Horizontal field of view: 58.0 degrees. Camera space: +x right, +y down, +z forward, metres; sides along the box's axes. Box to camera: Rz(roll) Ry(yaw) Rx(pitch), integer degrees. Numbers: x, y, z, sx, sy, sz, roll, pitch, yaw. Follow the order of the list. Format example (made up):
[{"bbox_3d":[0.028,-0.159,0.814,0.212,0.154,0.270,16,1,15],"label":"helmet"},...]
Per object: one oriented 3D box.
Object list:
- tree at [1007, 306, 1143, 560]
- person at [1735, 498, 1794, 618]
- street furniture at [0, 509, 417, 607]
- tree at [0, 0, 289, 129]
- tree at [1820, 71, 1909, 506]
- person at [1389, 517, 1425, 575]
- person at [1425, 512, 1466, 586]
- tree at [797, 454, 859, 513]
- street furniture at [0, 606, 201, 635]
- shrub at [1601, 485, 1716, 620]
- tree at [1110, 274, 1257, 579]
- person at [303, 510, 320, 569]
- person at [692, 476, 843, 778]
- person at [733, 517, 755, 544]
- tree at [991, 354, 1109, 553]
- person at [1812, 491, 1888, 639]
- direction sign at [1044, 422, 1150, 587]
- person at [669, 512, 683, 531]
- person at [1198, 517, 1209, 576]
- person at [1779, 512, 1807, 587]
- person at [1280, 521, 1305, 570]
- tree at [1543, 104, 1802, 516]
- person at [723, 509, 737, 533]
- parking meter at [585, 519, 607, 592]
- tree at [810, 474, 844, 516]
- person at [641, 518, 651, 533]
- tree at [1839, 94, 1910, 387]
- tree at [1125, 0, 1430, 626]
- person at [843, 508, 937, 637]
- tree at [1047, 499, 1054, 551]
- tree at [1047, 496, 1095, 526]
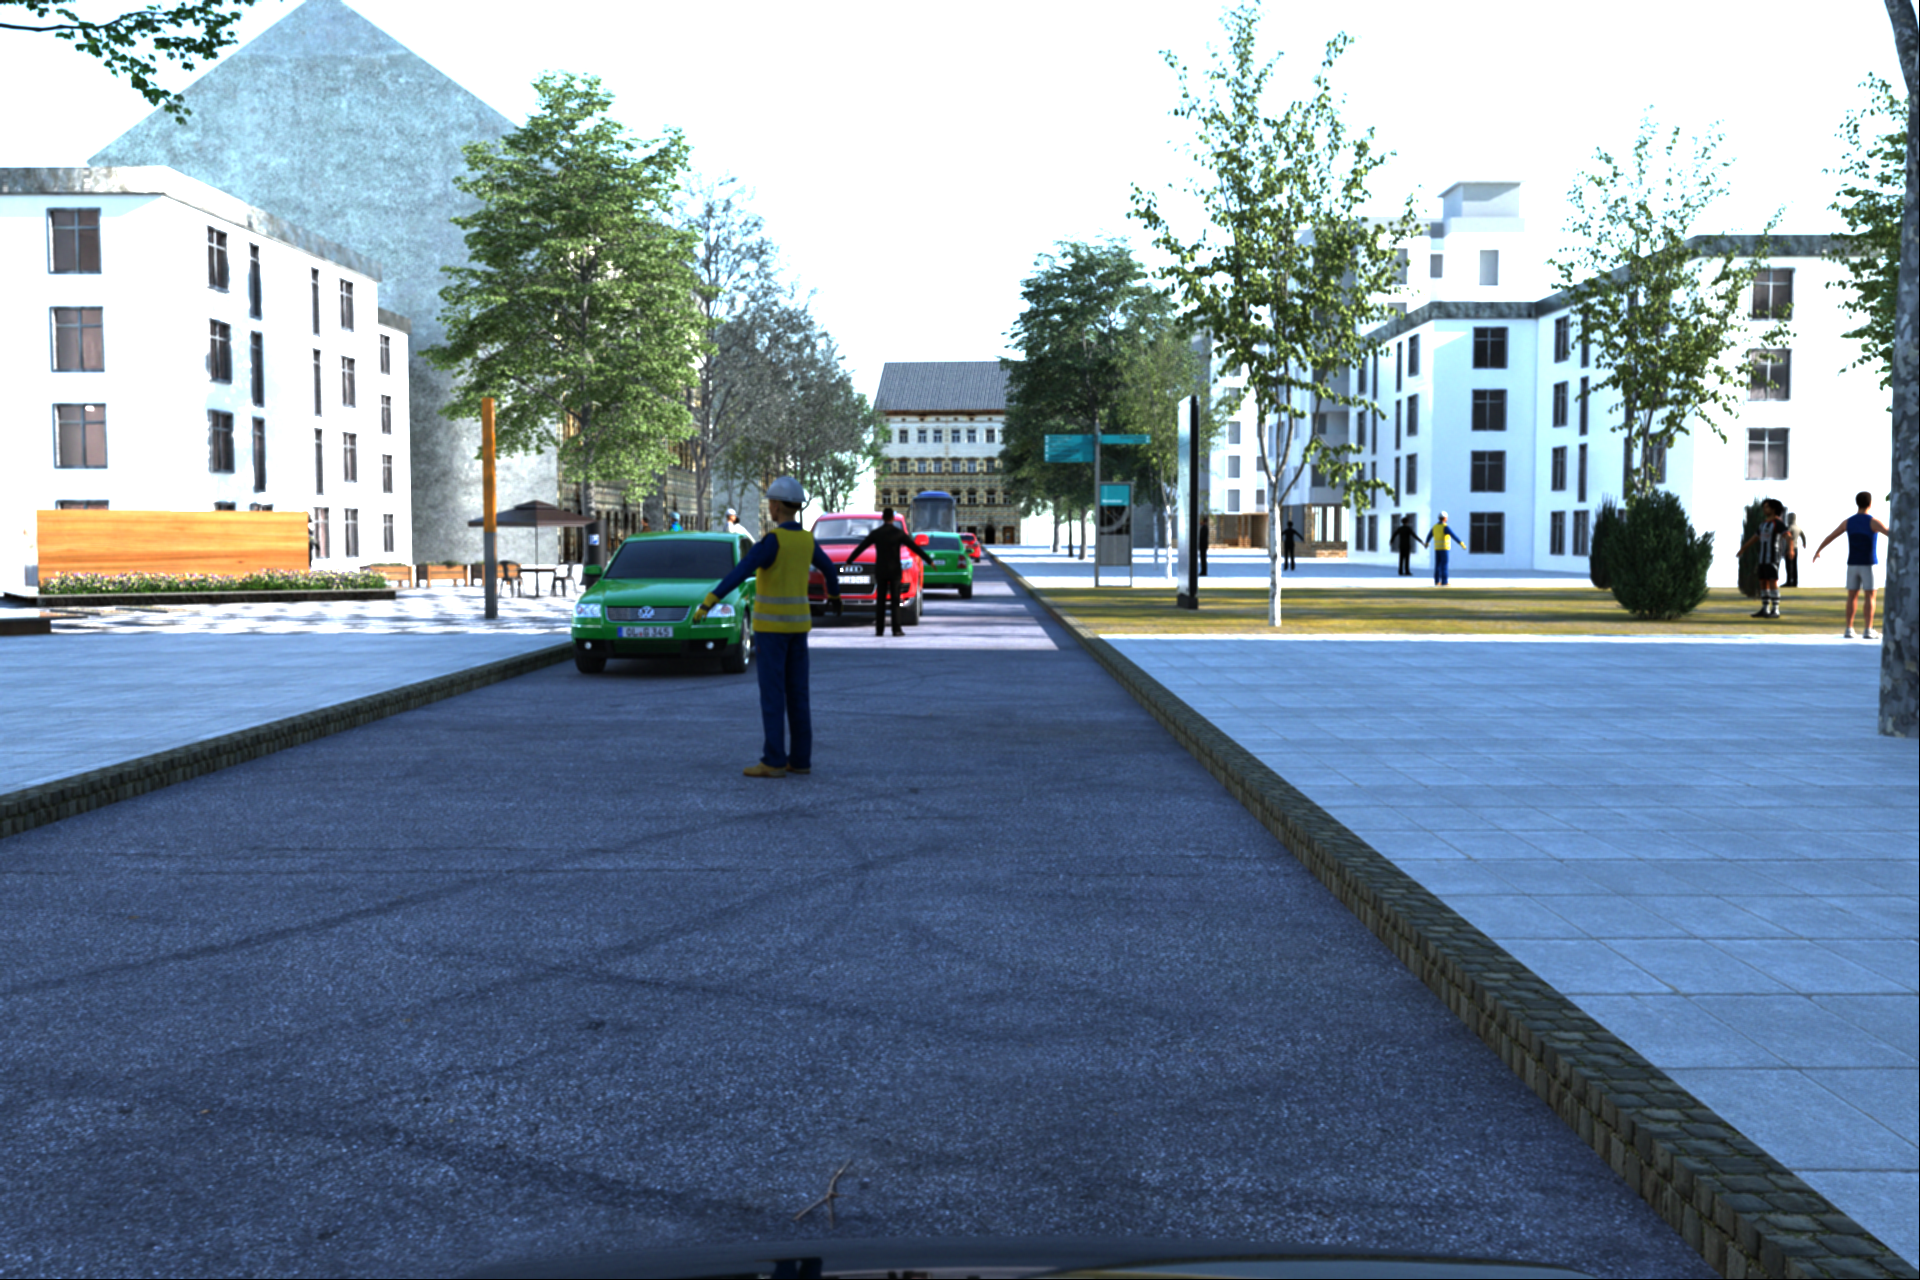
[{"bbox_3d":[6.098,-10.267,85.984,7.486,12.596,7.792,0,3,0],"label":"tree"},{"bbox_3d":[12.362,-1.245,26.495,0.704,1.843,1.345,-1,4,-10],"label":"person"},{"bbox_3d":[-14.343,-1.649,33.813,11.010,1.723,9.812,-2,4,-35],"label":"street furniture"},{"bbox_3d":[-9.022,-5.345,13.142,9.928,11.665,9.643,0,3,0],"label":"tree"},{"bbox_3d":[14.682,-4.608,25.704,4.737,8.622,4.395,0,3,0],"label":"tree"},{"bbox_3d":[13.841,-2.913,53.819,0.705,1.806,1.347,-3,4,-37],"label":"person"},{"bbox_3d":[11.970,-2.261,42.933,0.705,1.833,1.349,-2,4,-29],"label":"person"},{"bbox_3d":[-16.640,-17.976,219.663,9.928,11.665,9.643,0,3,0],"label":"tree"},{"bbox_3d":[-17.021,-0.961,22.568,9.812,1.723,11.010,3,5,43],"label":"street furniture"},{"bbox_3d":[10.477,-1.320,25.994,1.690,2.028,1.600,0,3,0],"label":"shrub"},{"bbox_3d":[5.863,-6.054,49.338,4.360,8.622,3.978,0,3,0],"label":"tree"},{"bbox_3d":[-15.678,-2.190,41.591,0.705,1.856,1.354,-3,4,-37],"label":"person"},{"bbox_3d":[-1.108,-0.086,10.333,0.721,1.772,1.216,3,4,38],"label":"person"},{"bbox_3d":[-6.859,-2.863,52.998,1.347,1.806,0.705,-2,4,-29],"label":"person"},{"bbox_3d":[6.558,-12.949,118.369,9.857,13.997,8.962,0,3,0],"label":"tree"},{"bbox_3d":[11.126,-0.927,21.330,0.704,1.807,1.345,-3,4,-37],"label":"person"},{"bbox_3d":[3.275,-3.193,40.963,2.525,3.948,1.411,0,4,1],"label":"direction sign"},{"bbox_3d":[-7.054,-2.232,42.623,0.704,1.817,1.347,1,4,15],"label":"person"},{"bbox_3d":[7.441,-2.871,53.166,0.704,1.802,1.346,1,4,18],"label":"person"},{"bbox_3d":[20.074,-2.186,41.870,1.348,1.813,0.705,-2,4,-29],"label":"person"},{"bbox_3d":[11.609,-3.330,61.164,1.216,1.740,0.721,0,4,-8],"label":"person"},{"bbox_3d":[12.356,-4.912,30.670,4.737,8.622,4.395,0,3,0],"label":"tree"},{"bbox_3d":[-5.169,-2.037,39.161,0.705,1.847,1.347,-1,4,-14],"label":"person"},{"bbox_3d":[-6.129,-1.270,29.182,0.372,1.533,0.369,0,3,0],"label":"parking meter"},{"bbox_3d":[-15.777,-16.044,212.689,4.360,8.622,3.978,0,3,0],"label":"tree"},{"bbox_3d":[-10.131,-3.026,55.608,0.704,1.812,1.346,1,4,12],"label":"person"},{"bbox_3d":[21.481,-7.137,34.811,7.486,12.596,7.792,0,3,0],"label":"tree"},{"bbox_3d":[4.337,-4.482,23.643,4.737,8.622,4.395,0,3,0],"label":"tree"},{"bbox_3d":[-0.997,-0.955,24.298,1.346,1.802,0.704,1,4,9],"label":"person"},{"bbox_3d":[6.546,-10.922,128.933,4.360,8.622,3.978,0,3,0],"label":"tree"},{"bbox_3d":[15.709,-19.077,218.558,9.857,13.997,8.962,0,3,0],"label":"tree"}]
